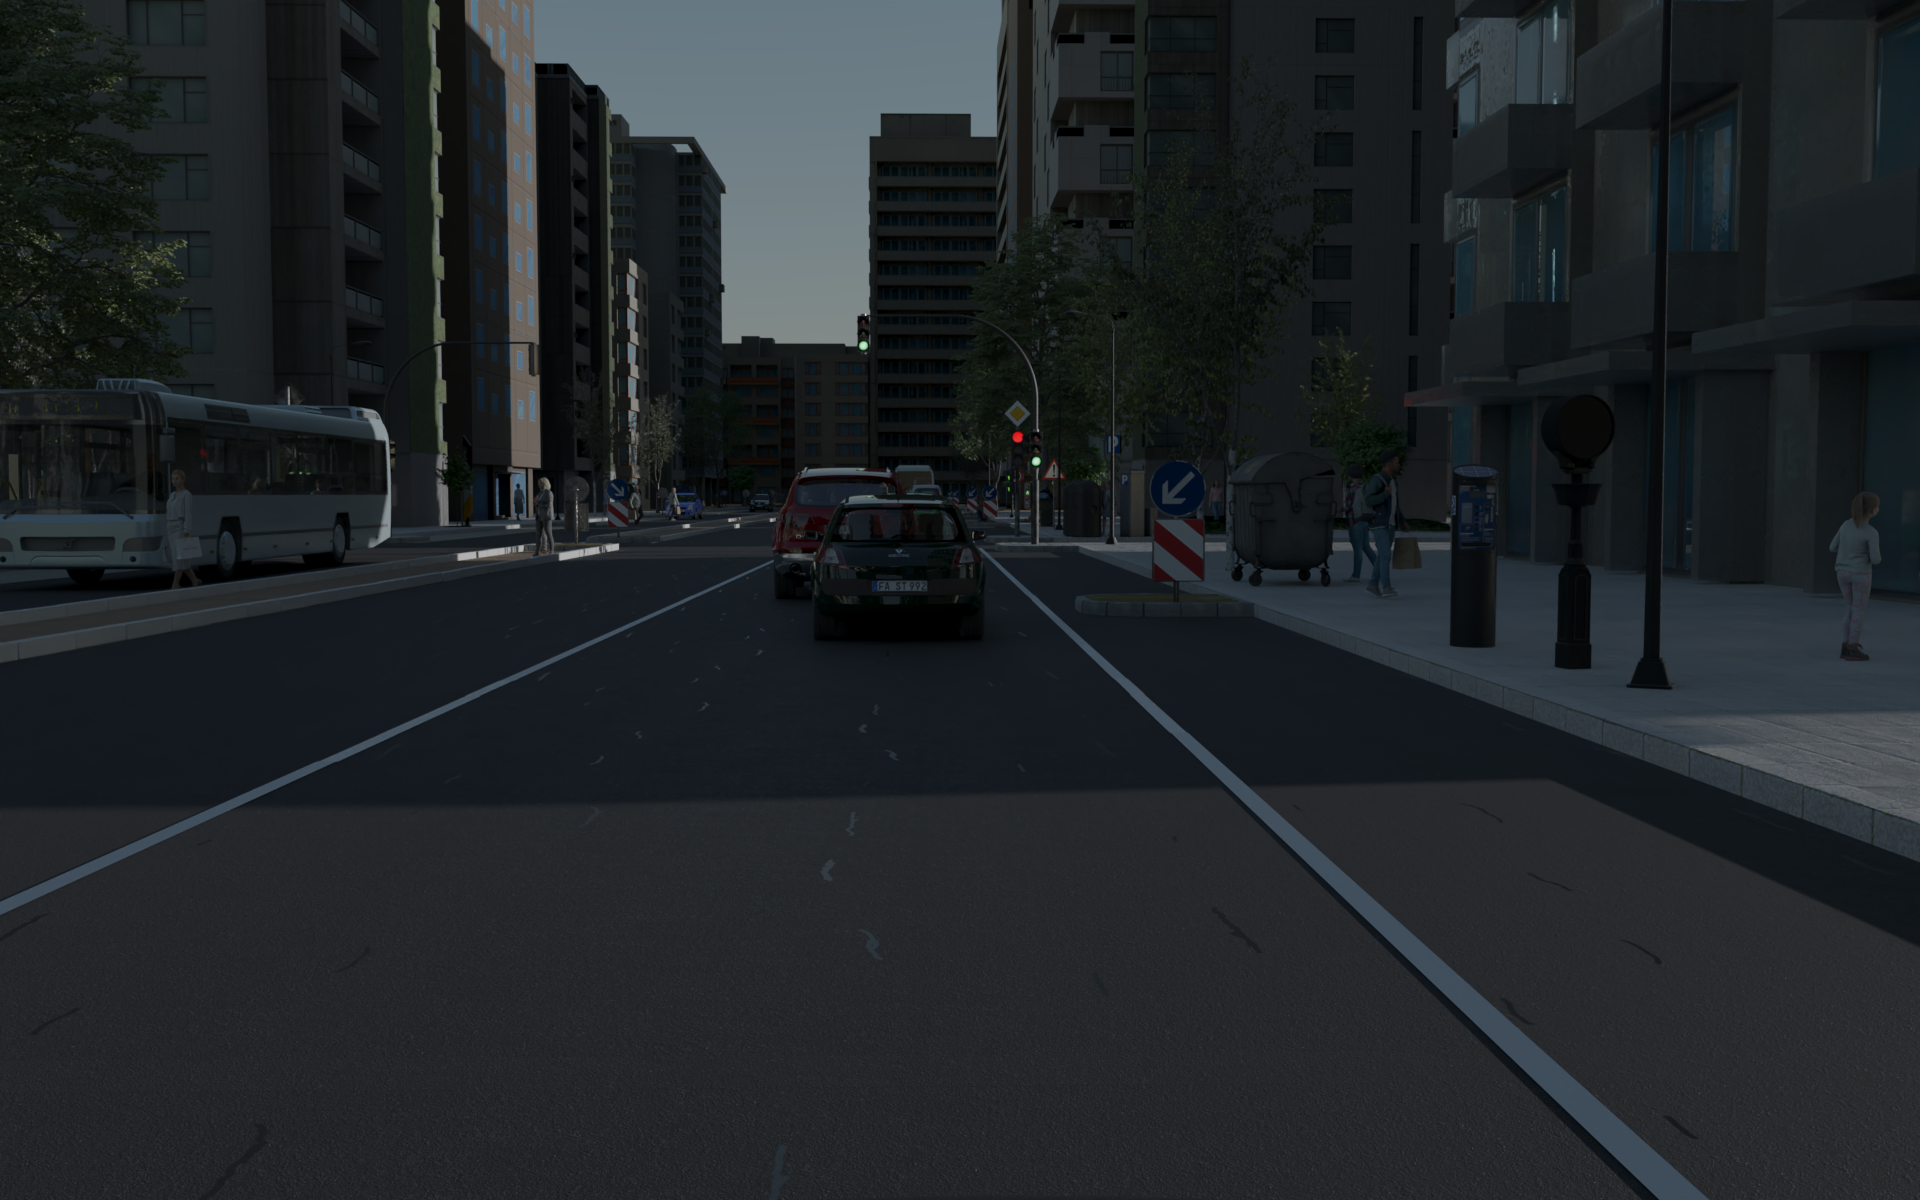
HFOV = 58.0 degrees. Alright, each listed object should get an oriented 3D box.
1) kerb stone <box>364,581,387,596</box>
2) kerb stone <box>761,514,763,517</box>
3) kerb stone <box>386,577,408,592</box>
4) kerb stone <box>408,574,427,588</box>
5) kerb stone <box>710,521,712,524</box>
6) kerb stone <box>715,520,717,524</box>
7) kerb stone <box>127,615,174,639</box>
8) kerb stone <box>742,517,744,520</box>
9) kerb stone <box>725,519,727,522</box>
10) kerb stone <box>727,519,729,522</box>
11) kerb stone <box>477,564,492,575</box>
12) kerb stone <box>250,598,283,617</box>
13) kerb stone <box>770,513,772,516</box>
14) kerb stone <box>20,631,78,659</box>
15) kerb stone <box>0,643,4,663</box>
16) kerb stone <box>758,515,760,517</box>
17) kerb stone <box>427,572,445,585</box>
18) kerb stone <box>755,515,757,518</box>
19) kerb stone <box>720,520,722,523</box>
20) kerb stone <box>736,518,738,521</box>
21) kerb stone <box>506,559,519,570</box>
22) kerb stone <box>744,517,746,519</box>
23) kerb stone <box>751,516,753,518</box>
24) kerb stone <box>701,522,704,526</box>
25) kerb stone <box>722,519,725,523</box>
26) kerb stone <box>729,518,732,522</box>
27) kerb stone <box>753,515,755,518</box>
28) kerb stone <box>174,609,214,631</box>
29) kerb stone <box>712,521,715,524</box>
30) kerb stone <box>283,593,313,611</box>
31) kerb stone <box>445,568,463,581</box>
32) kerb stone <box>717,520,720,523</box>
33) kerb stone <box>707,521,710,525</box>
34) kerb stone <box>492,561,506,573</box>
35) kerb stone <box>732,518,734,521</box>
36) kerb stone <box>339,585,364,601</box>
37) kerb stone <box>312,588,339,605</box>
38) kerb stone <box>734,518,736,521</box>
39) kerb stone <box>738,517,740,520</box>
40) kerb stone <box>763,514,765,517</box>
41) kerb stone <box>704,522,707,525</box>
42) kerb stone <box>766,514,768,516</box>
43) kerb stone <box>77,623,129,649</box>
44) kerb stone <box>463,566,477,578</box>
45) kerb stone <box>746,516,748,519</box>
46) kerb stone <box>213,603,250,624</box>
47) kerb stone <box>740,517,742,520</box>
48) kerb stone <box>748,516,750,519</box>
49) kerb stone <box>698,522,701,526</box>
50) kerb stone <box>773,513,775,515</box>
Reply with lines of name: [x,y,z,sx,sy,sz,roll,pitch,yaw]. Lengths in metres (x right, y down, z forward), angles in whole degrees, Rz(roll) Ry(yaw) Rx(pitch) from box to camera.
kerb stone: [-8.429,-0.149,24.707,0.120,0.150,1.000,0,4,-1]
kerb stone: [-12.347,-5.140,106.251,0.120,0.150,1.000,0,4,-1]
kerb stone: [-8.455,-0.216,25.729,0.120,0.150,1.000,0,4,-1]
kerb stone: [-8.472,-0.279,26.751,0.120,0.150,1.000,0,4,-1]
kerb stone: [-11.781,-3.572,80.640,0.120,0.150,1.000,0,4,-1]
kerb stone: [-11.827,-3.697,82.686,0.120,0.150,1.000,0,4,-1]
kerb stone: [-8.264,0.285,17.539,0.120,0.150,1.000,0,4,-1]
kerb stone: [-12.099,-4.451,94.967,0.120,0.150,1.000,0,4,-1]
kerb stone: [-11.912,-3.950,86.778,0.120,0.150,1.000,0,4,-1]
kerb stone: [-11.943,-4.013,87.800,0.120,0.150,1.000,0,4,-1]
kerb stone: [-8.572,-0.529,30.851,0.120,0.150,1.000,0,4,-1]
kerb stone: [-8.332,0.097,20.611,0.120,0.150,1.000,0,4,-1]
kerb stone: [-12.474,-5.517,112.397,0.120,0.150,1.000,0,4,-1]
kerb stone: [-8.218,0.410,15.496,0.120,0.150,1.000,0,4,-1]
kerb stone: [-8.196,0.472,14.474,0.120,0.150,1.000,0,4,-1]
kerb stone: [-12.298,-5.016,104.200,0.120,0.150,1.000,0,4,-1]
kerb stone: [-8.500,-0.341,27.772,0.120,0.150,1.000,0,4,-1]
kerb stone: [-12.253,-4.890,102.139,0.120,0.150,1.000,0,4,-1]
kerb stone: [-11.870,-3.825,84.731,0.120,0.150,1.000,0,4,-1]
kerb stone: [-12.022,-4.261,91.892,0.120,0.150,1.000,0,4,-1]
kerb stone: [-8.609,-0.654,32.905,0.120,0.150,1.000,0,4,-1]
kerb stone: [-12.108,-4.512,95.999,0.120,0.150,1.000,0,4,-1]
kerb stone: [-12.208,-4.763,100.091,0.120,0.150,1.000,0,4,-1]
kerb stone: [-11.712,-3.387,77.567,0.120,0.150,1.000,0,4,-1]
kerb stone: [-11.888,-3.885,85.753,0.120,0.150,1.000,0,4,-1]
kerb stone: [-11.955,-4.072,88.826,0.120,0.150,1.000,0,4,-1]
kerb stone: [-12.234,-4.827,101.113,0.120,0.150,1.000,0,4,-1]
kerb stone: [-8.285,0.222,18.563,0.120,0.150,1.000,0,4,-1]
kerb stone: [-11.797,-3.634,81.664,0.120,0.150,1.000,0,4,-1]
kerb stone: [-8.355,0.038,21.633,0.120,0.150,1.000,0,4,-1]
kerb stone: [-8.508,-0.398,28.807,0.120,0.150,1.000,0,4,-1]
kerb stone: [-11.842,-3.762,83.709,0.120,0.150,1.000,0,4,-1]
kerb stone: [-11.751,-3.512,79.618,0.120,0.150,1.000,0,4,-1]
kerb stone: [-8.584,-0.587,31.874,0.120,0.150,1.000,0,4,-1]
kerb stone: [-11.983,-4.138,89.847,0.120,0.150,1.000,0,4,-1]
kerb stone: [-8.407,-0.091,23.681,0.120,0.150,1.000,0,4,-1]
kerb stone: [-8.384,-0.028,22.654,0.120,0.150,1.000,0,4,-1]
kerb stone: [-12.001,-4.196,90.870,0.120,0.150,1.000,0,4,-1]
kerb stone: [-12.046,-4.326,92.920,0.120,0.150,1.000,0,4,-1]
kerb stone: [-12.362,-5.204,107.273,0.120,0.150,1.000,0,4,-1]
kerb stone: [-11.723,-3.447,78.596,0.120,0.150,1.000,0,4,-1]
kerb stone: [-12.407,-5.329,109.317,0.120,0.150,1.000,0,4,-1]
kerb stone: [-8.245,0.347,16.517,0.120,0.150,1.000,0,4,-1]
kerb stone: [-8.545,-0.466,29.828,0.120,0.150,1.000,0,4,-1]
kerb stone: [-12.143,-4.575,97.021,0.120,0.150,1.000,0,4,-1]
kerb stone: [-8.320,0.159,19.589,0.120,0.150,1.000,0,4,-1]
kerb stone: [-12.076,-4.388,93.942,0.120,0.150,1.000,0,4,-1]
kerb stone: [-12.163,-4.639,98.043,0.120,0.150,1.000,0,4,-1]
kerb stone: [-11.681,-3.321,76.536,0.120,0.150,1.000,0,4,-1]
kerb stone: [-12.524,-5.638,114.443,0.120,0.150,1.000,0,4,-1]
